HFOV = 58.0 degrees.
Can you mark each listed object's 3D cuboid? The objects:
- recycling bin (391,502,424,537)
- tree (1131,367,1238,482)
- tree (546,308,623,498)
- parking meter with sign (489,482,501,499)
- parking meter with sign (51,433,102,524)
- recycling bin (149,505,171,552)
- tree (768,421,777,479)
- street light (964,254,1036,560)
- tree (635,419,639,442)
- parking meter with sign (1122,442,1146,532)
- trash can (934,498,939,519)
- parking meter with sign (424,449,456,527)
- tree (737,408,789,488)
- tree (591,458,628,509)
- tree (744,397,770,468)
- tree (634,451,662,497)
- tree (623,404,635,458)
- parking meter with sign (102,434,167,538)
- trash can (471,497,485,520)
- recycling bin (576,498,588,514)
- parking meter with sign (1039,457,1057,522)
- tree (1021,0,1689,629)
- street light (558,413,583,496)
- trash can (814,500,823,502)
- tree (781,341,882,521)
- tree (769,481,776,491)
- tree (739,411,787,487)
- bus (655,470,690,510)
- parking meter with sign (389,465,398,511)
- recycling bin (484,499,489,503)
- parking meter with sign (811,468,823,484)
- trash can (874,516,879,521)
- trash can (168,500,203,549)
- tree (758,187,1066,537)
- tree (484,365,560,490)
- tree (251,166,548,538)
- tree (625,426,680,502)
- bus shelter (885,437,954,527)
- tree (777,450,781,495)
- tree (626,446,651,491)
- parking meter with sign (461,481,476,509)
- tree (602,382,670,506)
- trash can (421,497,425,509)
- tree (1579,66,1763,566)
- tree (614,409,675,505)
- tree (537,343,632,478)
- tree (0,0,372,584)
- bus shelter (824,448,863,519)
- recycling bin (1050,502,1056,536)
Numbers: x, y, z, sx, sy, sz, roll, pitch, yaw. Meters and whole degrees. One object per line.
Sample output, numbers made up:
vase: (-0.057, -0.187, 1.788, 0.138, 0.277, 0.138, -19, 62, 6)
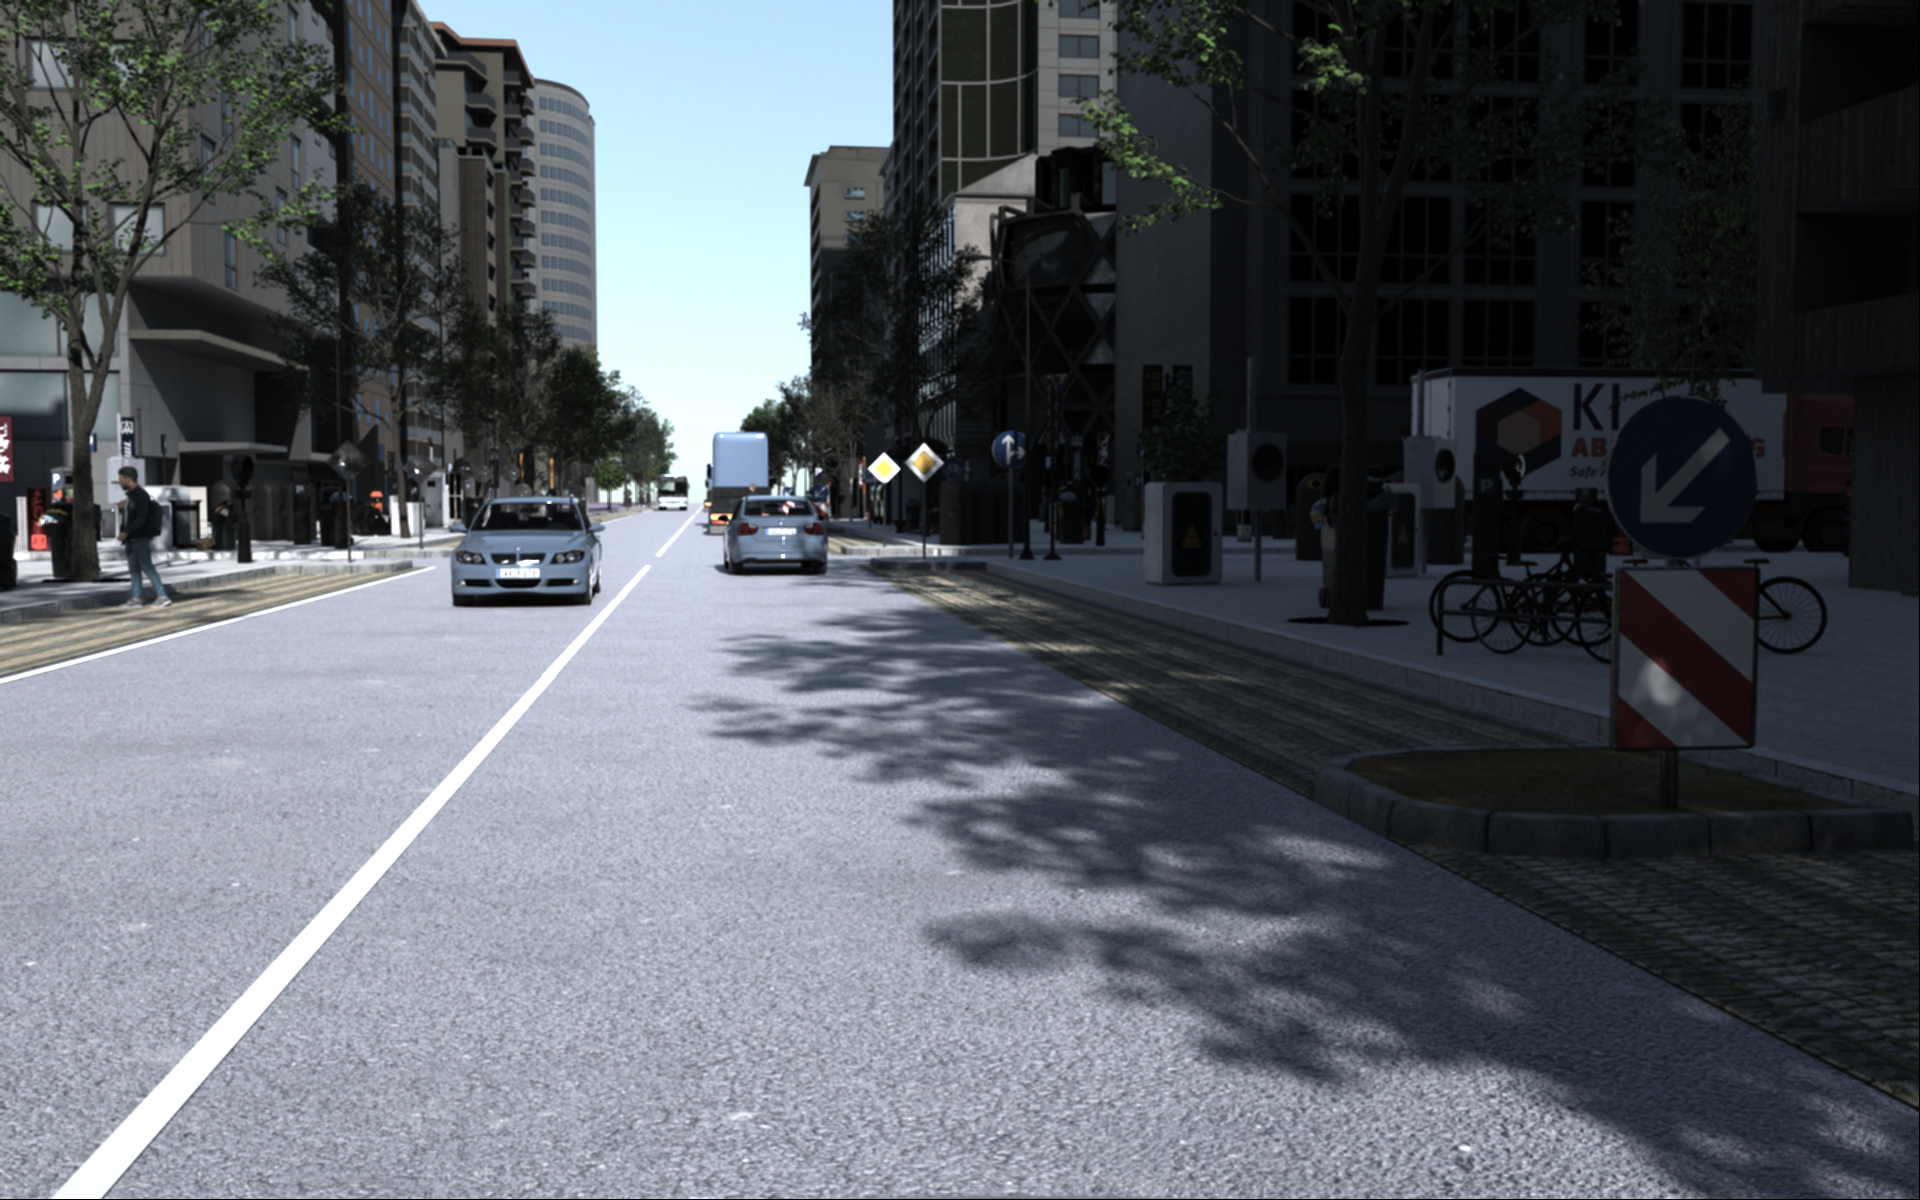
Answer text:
recycling bin: (-16.655, -2.425, 52.208, 0.722, 1.027, 0.722, 1, 4, 13)
tree: (3.354, -1.957, 26.601, 1.663, 3.219, 1.824, 0, 3, 0)
tree: (-20.890, -8.932, 80.453, 8.767, 10.594, 7.601, -1, 4, -20)
parking meter with sign: (-30.299, -7.134, 112.901, 0.543, 3.016, 1.738, 2, 4, 27)
parking meter with sign: (-25.218, -3.215, 48.827, 0.543, 3.016, 1.738, 1, 4, 20)
recycling bin: (-18.116, -1.610, 38.884, 0.722, 1.027, 0.722, -2, 4, -24)
tree: (-18.326, -13.670, 173.874, 4.360, 8.622, 3.978, 0, 3, 0)
street light: (0.776, -3.742, 33.720, 1.470, 5.913, 1.316, 0, 4, -8)
tree: (-26.067, -11.412, 121.006, 8.767, 10.594, 7.601, 1, 4, 17)
parking meter with sign: (5.995, -3.842, 59.081, 0.543, 3.016, 1.738, -1, 4, -16)
trash can: (-0.531, -2.915, 59.319, 0.748, 1.137, 0.748, 0, 3, 0)
parking meter with sign: (-20.294, -4.310, 66.725, 1.738, 3.016, 0.543, -1, 4, -15)
tree: (-26.679, -19.008, 228.902, 7.486, 12.596, 7.792, 0, 3, 0)
tree: (-30.663, -10.255, 151.378, 4.285, 4.588, 4.351, 0, 3, 0)
tree: (-19.062, -15.646, 181.561, 9.928, 11.665, 9.643, 0, 3, 0)
tree: (-42.892, -17.448, 235.641, 4.737, 8.622, 4.395, 0, 3, 0)
tree: (-24.597, -10.604, 107.788, 7.601, 10.594, 8.767, -1, 4, -14)
parking meter with sign: (-24.032, -3.310, 50.381, 1.738, 3.016, 0.543, -1, 4, -19)
trash can: (-20.928, -3.874, 74.989, 0.748, 1.137, 0.748, 0, 3, 0)
recycling bin: (-24.546, -6.093, 112.176, 0.722, 1.027, 0.722, 1, 4, 10)
parking meter with sign: (4.003, -5.107, 79.768, 0.543, 3.016, 1.738, 1, 4, 15)
tree: (3.935, -5.558, 16.630, 9.928, 11.665, 9.643, 0, 3, 0)
street light: (-22.445, -7.756, 99.353, 1.470, 5.913, 1.316, 0, 4, -8)
trash can: (-8.077, -5.384, 99.676, 0.748, 1.137, 0.748, 0, 3, 0)
tree: (-5.298, -7.989, 80.987, 4.360, 8.622, 3.978, 0, 3, 0)
tree: (-30.556, -17.329, 267.034, 4.285, 4.588, 4.351, 0, 3, 0)
tree: (-29.738, -21.462, 257.551, 9.857, 13.997, 8.962, 0, 3, 0)
bus: (-25.669, -9.781, 154.779, 2.948, 3.499, 13.247, -1, 4, -9)
parking meter with sign: (-30.914, -6.023, 94.729, 0.543, 3.016, 1.738, -2, 4, -28)
recycling bin: (-23.482, -4.545, 86.859, 0.722, 1.027, 0.722, -3, 5, -40)
parking meter with sign: (-9.451, -7.158, 113.286, 0.543, 3.016, 1.738, 1, 4, 10)
trash can: (-3.778, -4.314, 82.192, 0.748, 1.137, 0.748, 0, 3, 0)
trash can: (-18.251, -1.785, 40.837, 0.748, 1.137, 0.748, 0, 3, 0)
tree: (-0.978, -7.195, 52.055, 8.767, 10.594, 7.601, 0, 4, 5)
tree: (-23.512, -8.815, 94.482, 4.360, 8.622, 3.978, 0, 3, 0)
tree: (-16.476, -7.074, 50.066, 7.601, 10.594, 8.767, 0, 4, -7)
tree: (-48.591, -21.610, 270.330, 9.611, 12.733, 9.660, 0, 3, 0)
bus shelter: (-1.587, -4.294, 64.133, 2.014, 3.302, 5.546, 0, 4, -8)
tree: (-8.155, -9.493, 105.566, 4.360, 8.622, 3.978, 0, 3, 0)
tree: (-41.485, -16.613, 221.983, 4.360, 8.622, 3.978, 0, 3, 0)
parking meter with sign: (-28.131, -6.224, 98.029, 1.738, 3.016, 0.543, 1, 4, 15)
tree: (-36.475, -17.043, 189.016, 12.009, 13.543, 11.850, 0, 3, 0)
trash can: (-29.056, -5.015, 93.657, 0.748, 1.137, 0.748, 0, 3, 0)
tree: (13.132, -4.917, 30.760, 4.737, 8.622, 4.395, 0, 3, 0)
tree: (-38.422, -17.300, 208.614, 9.928, 11.665, 9.643, 0, 3, 0)
tree: (-28.395, -12.963, 130.066, 7.486, 12.596, 7.792, 0, 3, 0)
tree: (-12.628, -6.072, 25.026, 9.928, 11.665, 9.643, 0, 3, 0)
bus shelter: (-6.158, -6.152, 91.873, 1.731, 3.624, 6.357, 0, 4, -8)
recycling bin: (3.207, -2.459, 52.753, 0.722, 1.027, 0.722, -2, 4, -30)
